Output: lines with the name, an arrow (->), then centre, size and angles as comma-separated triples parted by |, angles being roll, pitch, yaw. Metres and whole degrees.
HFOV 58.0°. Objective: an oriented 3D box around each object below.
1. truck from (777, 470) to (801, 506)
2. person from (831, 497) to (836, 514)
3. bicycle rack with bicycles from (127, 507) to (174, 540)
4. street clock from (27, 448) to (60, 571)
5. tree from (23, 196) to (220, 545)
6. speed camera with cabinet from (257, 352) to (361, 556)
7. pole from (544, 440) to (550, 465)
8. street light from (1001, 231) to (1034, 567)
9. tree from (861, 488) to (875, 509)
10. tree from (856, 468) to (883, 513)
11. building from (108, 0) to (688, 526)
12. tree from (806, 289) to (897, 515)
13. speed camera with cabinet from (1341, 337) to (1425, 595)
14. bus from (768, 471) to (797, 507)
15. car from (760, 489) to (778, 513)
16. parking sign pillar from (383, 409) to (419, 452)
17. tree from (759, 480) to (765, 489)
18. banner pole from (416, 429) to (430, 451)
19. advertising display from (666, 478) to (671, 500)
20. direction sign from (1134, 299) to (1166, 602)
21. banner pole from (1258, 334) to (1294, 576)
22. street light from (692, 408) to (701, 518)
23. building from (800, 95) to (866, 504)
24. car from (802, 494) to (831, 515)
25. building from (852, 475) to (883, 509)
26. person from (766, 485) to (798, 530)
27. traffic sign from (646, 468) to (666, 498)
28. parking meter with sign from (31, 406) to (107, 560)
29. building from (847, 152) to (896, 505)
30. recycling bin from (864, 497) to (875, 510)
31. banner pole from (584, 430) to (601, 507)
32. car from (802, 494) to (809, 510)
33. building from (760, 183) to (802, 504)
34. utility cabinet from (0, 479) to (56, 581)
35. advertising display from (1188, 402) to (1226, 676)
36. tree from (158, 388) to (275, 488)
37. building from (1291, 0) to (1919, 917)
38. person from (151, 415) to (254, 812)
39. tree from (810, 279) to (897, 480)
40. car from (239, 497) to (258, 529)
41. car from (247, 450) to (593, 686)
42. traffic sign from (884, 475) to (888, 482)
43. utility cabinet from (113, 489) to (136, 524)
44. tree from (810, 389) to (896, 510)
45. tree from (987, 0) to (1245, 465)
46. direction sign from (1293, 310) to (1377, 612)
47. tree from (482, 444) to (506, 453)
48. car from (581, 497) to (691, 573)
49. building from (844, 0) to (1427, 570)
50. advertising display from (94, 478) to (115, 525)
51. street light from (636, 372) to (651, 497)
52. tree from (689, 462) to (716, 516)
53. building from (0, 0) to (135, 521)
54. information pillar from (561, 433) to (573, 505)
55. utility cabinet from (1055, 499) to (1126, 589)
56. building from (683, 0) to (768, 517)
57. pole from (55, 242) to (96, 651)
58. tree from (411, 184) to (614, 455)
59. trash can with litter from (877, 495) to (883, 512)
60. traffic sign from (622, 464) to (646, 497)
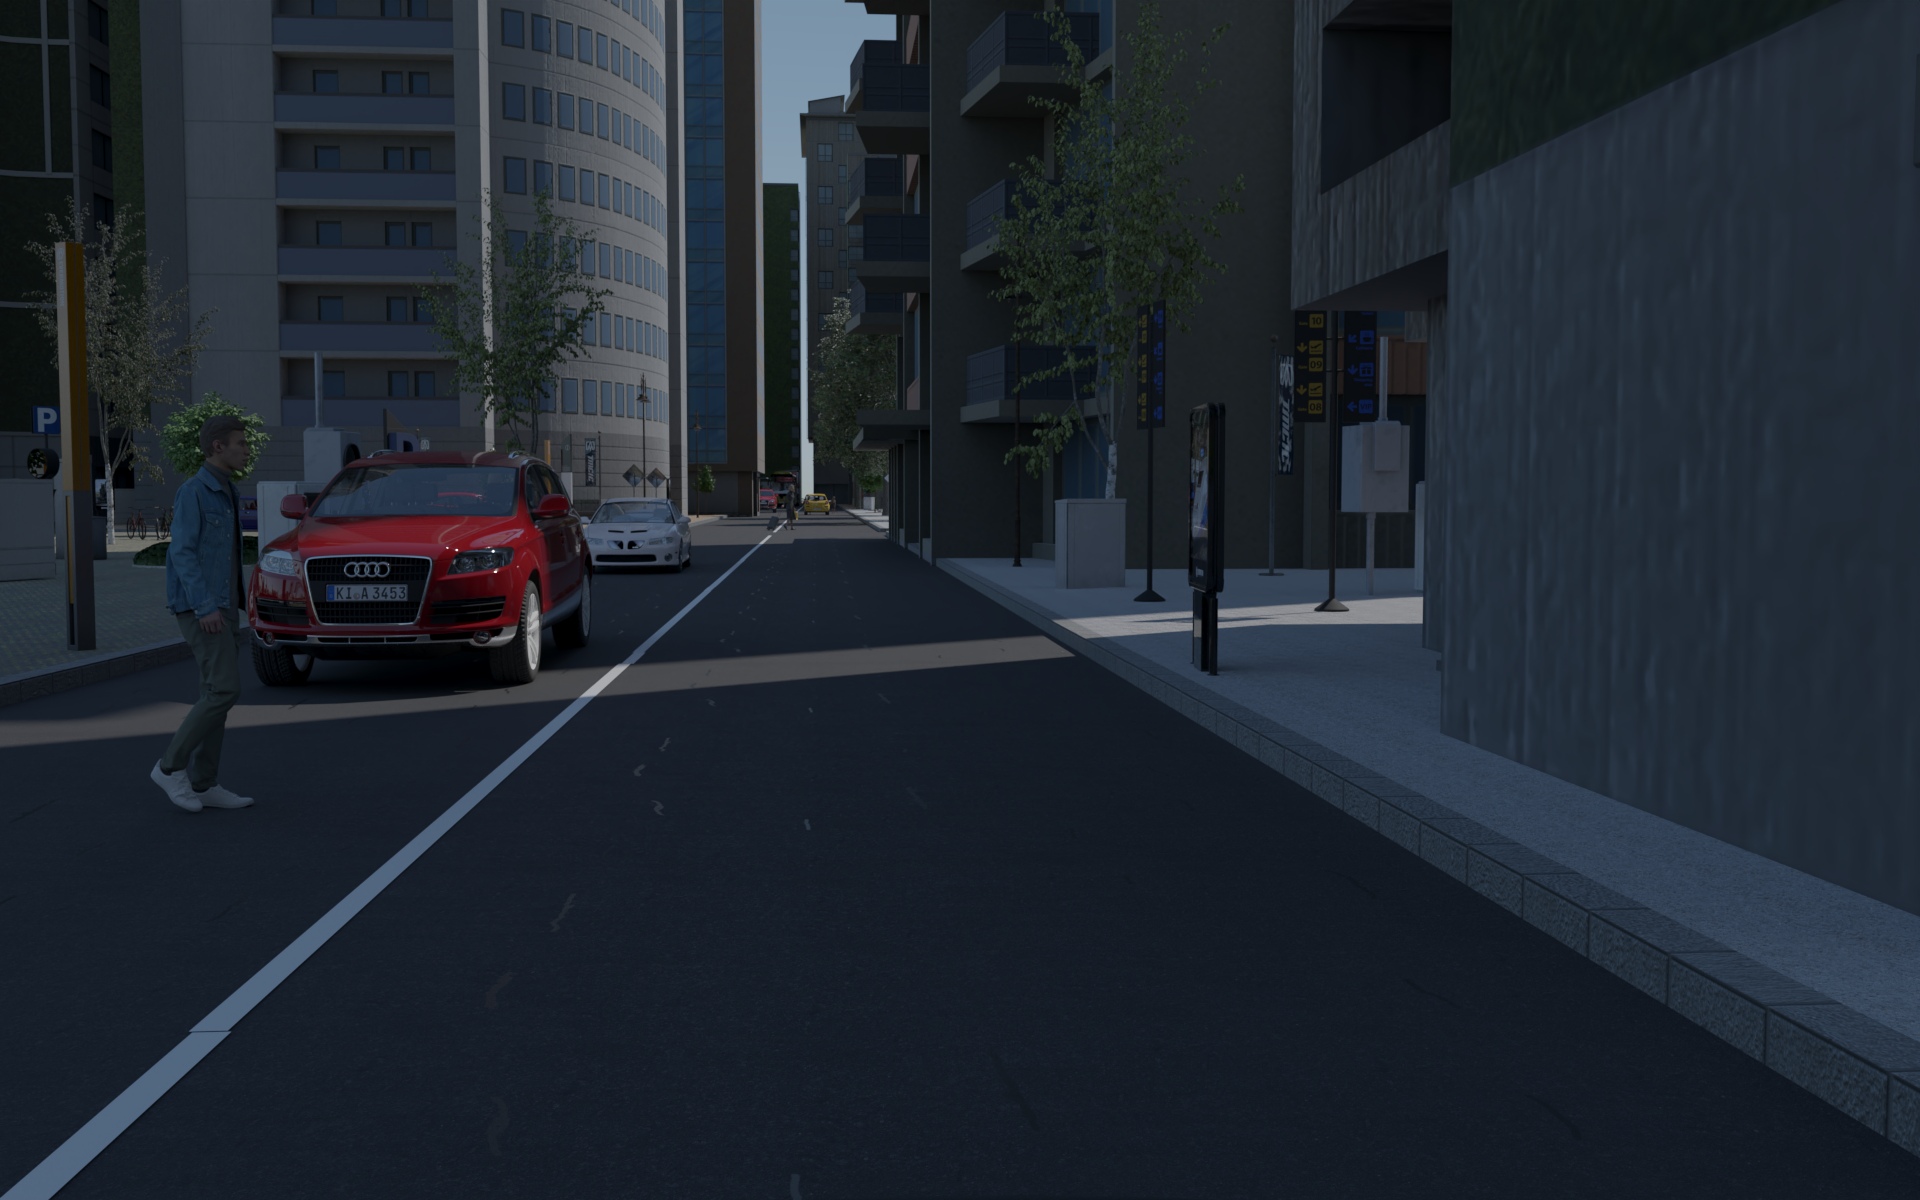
truck -> -20.207, -13.154, 203.986 | 2.839, 4.237, 11.283 | 0, 4, -3
person -> -9.167, -6.845, 125.084 | 0.362, 1.253, 0.373 | 0, 4, -4
bicycle rack with bicycles -> -22.094, -2.181, 49.037 | 2.852, 0.926, 2.925 | -3, 4, -36
street clock -> -14.514, -1.401, 27.472 | 0.471, 2.002, 0.358 | 2, 4, 25
tree -> -21.295, -5.706, 43.657 | 4.360, 8.622, 3.978 | 0, 3, 0
speed camera with cabinet -> -8.828, -1.789, 23.579 | 0.660, 3.252, 2.038 | 0, 4, 5
pole -> -15.603, -4.387, 65.571 | 0.158, 3.312, 0.155 | 0, 3, 0
street light -> 1.012, -3.525, 30.428 | 0.468, 5.910, 1.993 | 0, 4, -5
tree -> -7.914, -9.414, 148.512 | 1.663, 3.219, 1.824 | 0, 3, 0
tree -> -6.406, -9.214, 134.363 | 4.285, 4.588, 4.351 | 0, 3, 0
building -> -24.800, -33.026, 81.976 | 21.231, 58.520, 28.212 | 0, 4, -5
tree -> -4.299, -12.061, 103.858 | 9.857, 13.997, 8.962 | 0, 3, 0
speed camera with cabinet -> 5.953, -1.708, 22.258 | 2.038, 3.252, 0.660 | -1, 4, -15
bus -> -19.334, -12.119, 189.699 | 2.896, 3.916, 12.252 | 0, 4, -4
car -> -15.087, -7.598, 132.902 | 2.281, 1.827, 5.304 | 0, 4, -6
parking sign pillar -> -17.742, -4.081, 55.188 | 1.447, 3.967, 1.447 | 1, 4, 23
tree -> -23.541, -12.575, 200.196 | 1.663, 3.219, 1.824 | 0, 3, 0
banner pole -> -20.670, -4.685, 66.623 | 0.863, 3.779, 0.401 | 2, 4, 27
advertising display -> -11.918, -4.013, 70.825 | 0.123, 1.923, 0.974 | 0, 4, -6
direction sign -> 2.270, -1.751, 20.633 | 0.379, 3.537, 0.876 | -1, 4, -14
banner pole -> 5.065, -2.285, 27.382 | 0.401, 3.779, 0.863 | 3, 5, 41
street light -> -14.181, -7.380, 93.458 | 0.468, 5.910, 1.993 | 0, 4, -5
building -> -7.965, -39.676, 237.934 | 27.495, 52.752, 28.713 | 0, 4, -5
car -> -9.876, -6.666, 119.207 | 2.015, 1.641, 3.980 | 0, 4, -6
building -> 3.799, -19.613, 165.709 | 27.650, 21.520, 28.899 | 0, 4, -5
person -> -7.017, -3.667, 68.667 | 1.509, 1.804, 0.699 | -3, 5, -40
traffic sign -> -11.533, -3.800, 65.773 | 0.795, 2.450, 0.064 | 0, 4, -5
parking meter with sign -> -17.452, -2.310, 34.037 | 1.738, 3.016, 0.543 | 2, 4, 31
building -> -6.650, -32.214, 210.292 | 14.154, 41.232, 14.086 | 0, 4, -5
recycling bin -> -7.264, -7.730, 138.932 | 0.722, 1.027, 0.722 | 2, 4, 24
banner pole -> -14.405, -4.786, 68.275 | 0.863, 3.779, 0.401 | 1, 4, 13
car -> -13.690, -9.237, 160.810 | 2.009, 1.686, 4.222 | 0, 4, -4
building -> -28.110, -33.396, 229.611 | 14.086, 41.232, 14.154 | 0, 4, -5
utility cabinet -> -13.994, -1.039, 25.665 | 0.318, 1.500, 1.173 | 1, 4, 14
advertising display -> 1.790, -0.453, 12.620 | 0.123, 1.923, 0.974 | 0, 4, 0
tree -> -23.122, -4.291, 53.869 | 4.285, 4.588, 4.351 | 0, 3, 0
building -> 9.400, -14.638, 11.033 | 14.160, 30.474, 14.107 | 0, 4, -5
person -> -3.414, 0.063, 7.817 | 0.444, 1.785, 0.601 | 0, 4, 0
tree -> -2.864, -10.246, 84.527 | 9.611, 12.733, 9.660 | 0, 3, 0
car -> -24.886, -2.996, 61.569 | 3.894, 1.354, 1.945 | 0, 4, -3
car -> -4.381, -0.369, 14.714 | 2.281, 1.827, 5.304 | 0, 4, -5
traffic sign -> -2.517, -3.844, 66.494 | 0.795, 2.450, 0.064 | 0, 4, -5
utility cabinet -> -35.580, -3.976, 73.689 | 0.318, 1.500, 1.173 | 2, 4, 31
tree -> -8.408, -13.217, 141.847 | 9.928, 11.665, 9.643 | 0, 3, 0
tree -> 2.240, -4.612, 25.772 | 4.737, 8.622, 4.395 | 0, 3, 0
direction sign -> 4.079, -1.645, 18.896 | 0.876, 3.537, 0.379 | 1, 4, 8
tree -> -17.936, -4.398, 66.507 | 1.663, 3.219, 1.824 | 0, 3, 0
car -> -6.134, -1.259, 32.946 | 2.083, 1.381, 4.827 | 0, 4, -5
building -> 8.335, -23.708, 42.245 | 22.147, 44.769, 28.867 | 0, 4, -5
advertising display -> -35.119, -4.032, 71.135 | 0.974, 1.923, 0.123 | 1, 4, 22
street light -> -12.024, -5.696, 65.923 | 0.468, 5.910, 1.993 | 0, 4, -5
tree -> -15.263, -6.703, 104.192 | 1.663, 3.219, 1.824 | 0, 3, 0
building -> -47.032, -38.746, 71.756 | 20.611, 71.187, 20.563 | 0, 4, -5
information pillar -> -15.148, -4.612, 66.765 | 0.504, 3.616, 0.183 | 2, 4, 27
utility cabinet -> 1.785, -0.769, 23.731 | 1.020, 1.237, 0.306 | -2, 4, -34
building -> -19.928, -28.252, 112.030 | 14.600, 45.320, 14.200 | 0, 4, -5
pole -> -7.233, -1.243, 14.163 | 0.158, 3.312, 0.155 | 0, 3, 0
tree -> -10.301, -5.510, 40.455 | 4.737, 8.622, 4.395 | 0, 3, 0
trash can with litter -> -5.009, -6.862, 123.248 | 2.233, 1.210, 1.678 | 0, 4, 5
traffic sign -> -10.876, -3.313, 57.815 | 0.795, 2.450, 0.064 | 0, 4, -5
